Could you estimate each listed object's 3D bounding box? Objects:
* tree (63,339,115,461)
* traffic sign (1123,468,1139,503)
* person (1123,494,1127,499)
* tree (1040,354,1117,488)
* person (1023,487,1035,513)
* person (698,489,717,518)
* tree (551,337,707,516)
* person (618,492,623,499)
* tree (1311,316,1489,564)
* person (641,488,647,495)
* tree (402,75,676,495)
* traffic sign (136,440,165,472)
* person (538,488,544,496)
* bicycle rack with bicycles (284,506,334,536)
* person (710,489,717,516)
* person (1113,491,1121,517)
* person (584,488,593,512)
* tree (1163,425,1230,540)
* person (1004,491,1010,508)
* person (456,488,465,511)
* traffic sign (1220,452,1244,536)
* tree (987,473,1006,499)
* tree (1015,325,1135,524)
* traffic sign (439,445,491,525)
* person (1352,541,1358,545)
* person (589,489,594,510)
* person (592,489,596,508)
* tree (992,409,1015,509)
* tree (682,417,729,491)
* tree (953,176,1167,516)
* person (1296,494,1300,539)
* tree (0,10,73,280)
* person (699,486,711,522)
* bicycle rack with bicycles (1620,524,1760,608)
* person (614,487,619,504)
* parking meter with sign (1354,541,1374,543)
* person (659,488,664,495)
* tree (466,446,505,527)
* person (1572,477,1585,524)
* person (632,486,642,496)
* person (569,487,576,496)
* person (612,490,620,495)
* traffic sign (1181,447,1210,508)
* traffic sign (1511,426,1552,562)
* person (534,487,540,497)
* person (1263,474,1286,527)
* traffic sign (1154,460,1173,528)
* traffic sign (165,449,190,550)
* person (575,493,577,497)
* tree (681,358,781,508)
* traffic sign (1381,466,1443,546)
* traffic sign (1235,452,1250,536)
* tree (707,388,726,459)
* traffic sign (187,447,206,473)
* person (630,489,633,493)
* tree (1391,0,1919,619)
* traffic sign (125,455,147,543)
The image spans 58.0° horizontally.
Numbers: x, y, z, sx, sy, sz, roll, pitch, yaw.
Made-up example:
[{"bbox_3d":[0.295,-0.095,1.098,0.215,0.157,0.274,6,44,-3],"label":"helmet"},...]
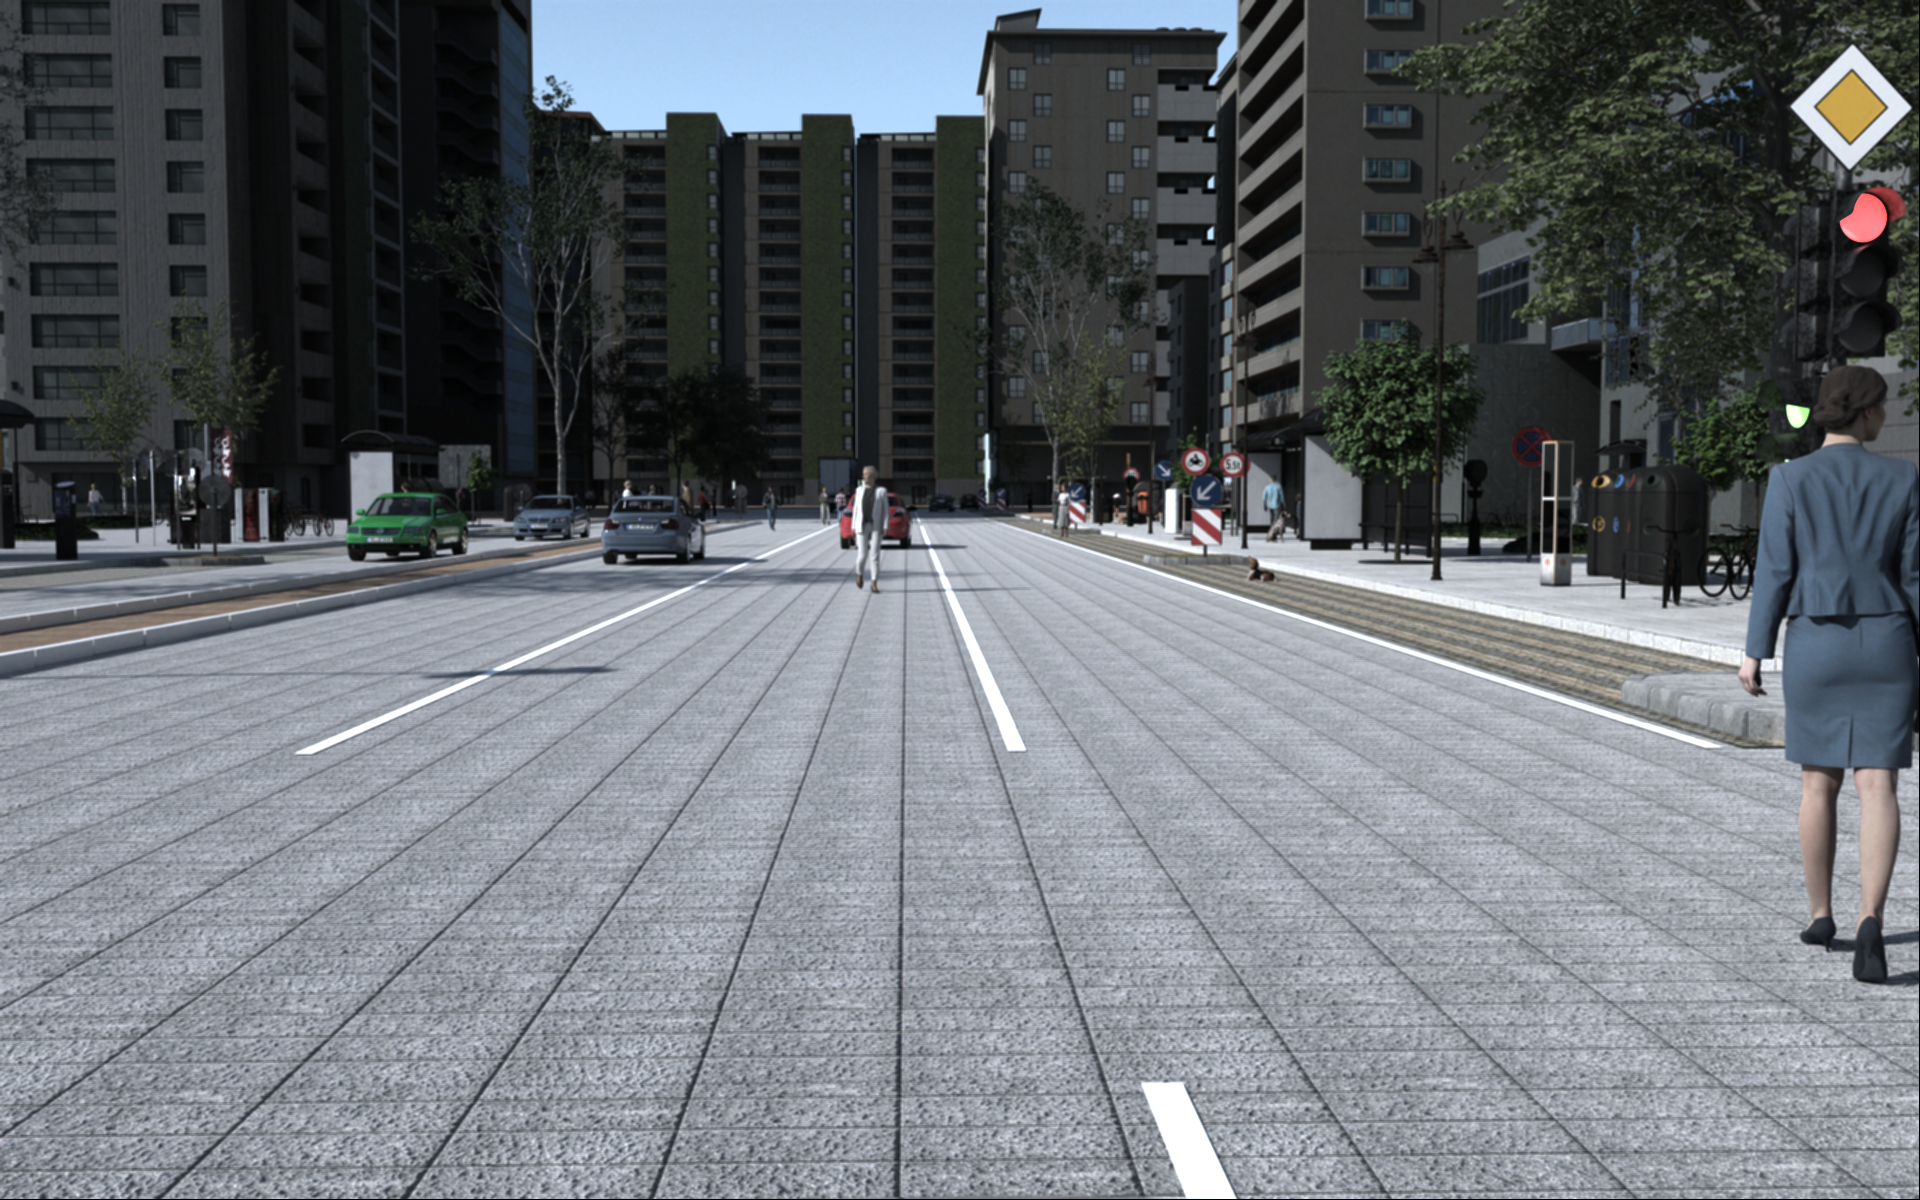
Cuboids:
[{"bbox_3d":[-39.399,-7.992,81.035,4.737,8.622,4.395,0,3,0],"label":"tree"},{"bbox_3d":[8.256,-5.101,83.505,0.768,2.556,0.104,0,4,4],"label":"traffic sign"},{"bbox_3d":[11.811,-6.896,119.504,1.217,1.735,0.721,2,4,29],"label":"person"},{"bbox_3d":[5.909,-8.597,90.922,4.360,8.622,3.978,0,3,0],"label":"tree"},{"bbox_3d":[4.728,-6.828,118.404,0.721,1.735,1.217,-3,4,-36],"label":"person"},{"bbox_3d":[-15.382,-5.882,105.453,1.217,1.735,0.721,-2,4,-30],"label":"person"},{"bbox_3d":[-20.305,-10.239,101.817,7.601,10.594,8.767,-2,4,-30],"label":"tree"},{"bbox_3d":[-22.996,-6.631,117.641,0.628,1.438,0.799,2,4,30],"label":"person"},{"bbox_3d":[8.088,-2.959,32.089,4.285,4.588,4.351,0,3,0],"label":"tree"},{"bbox_3d":[-20.953,-6.610,115.054,0.756,1.711,0.436,3,5,40],"label":"person"},{"bbox_3d":[-19.669,-13.780,81.188,12.611,20.169,13.585,0,3,0],"label":"tree"},{"bbox_3d":[-19.594,-2.587,42.038,0.795,2.593,0.064,0,4,2],"label":"traffic sign"},{"bbox_3d":[-30.131,-7.159,123.877,1.217,1.735,0.721,-1,4,-22],"label":"person"},{"bbox_3d":[-20.604,-2.409,52.763,2.852,0.926,2.925,-2,4,-34],"label":"bicycle rack with bicycles"},{"bbox_3d":[-15.897,-6.259,111.521,0.721,1.739,1.217,-2,4,-23],"label":"person"},{"bbox_3d":[8.913,-5.425,97.937,0.628,1.438,0.799,-1,4,-19],"label":"person"},{"bbox_3d":[-26.221,-7.025,121.837,0.756,1.711,0.436,3,5,43],"label":"person"},{"bbox_3d":[6.553,-3.302,48.585,1.663,3.219,1.824,0,3,0],"label":"tree"},{"bbox_3d":[4.457,-9.589,165.966,0.721,1.739,1.217,-2,4,-24],"label":"person"},{"bbox_3d":[-24.987,-4.839,86.634,0.415,1.643,0.593,1,4,12],"label":"person"},{"bbox_3d":[8.267,-3.207,52.536,0.768,2.556,0.104,0,4,6],"label":"traffic sign"},{"bbox_3d":[3.149,-9.880,156.131,1.663,3.219,1.824,0,3,0],"label":"tree"},{"bbox_3d":[5.621,-7.651,75.448,4.737,8.622,4.395,0,3,0],"label":"tree"},{"bbox_3d":[-20.528,-4.767,71.819,2.265,3.308,0.079,0,4,8],"label":"traffic sign"},{"bbox_3d":[9.542,-2.236,42.948,0.624,1.780,0.694,1,4,18],"label":"person"},{"bbox_3d":[-30.273,-8.240,141.710,0.756,1.711,0.436,1,4,20],"label":"person"},{"bbox_3d":[-33.333,-9.188,156.802,0.750,1.759,0.617,-1,4,-20],"label":"person"},{"bbox_3d":[4.613,-12.222,150.192,4.737,8.622,4.395,0,3,0],"label":"tree"},{"bbox_3d":[-22.059,-12.111,148.372,4.737,8.622,4.395,0,3,0],"label":"tree"},{"bbox_3d":[5.965,-15.043,101.834,12.611,20.169,13.585,0,3,0],"label":"tree"},{"bbox_3d":[9.747,-2.390,49.399,0.394,1.301,0.425,0,4,-7],"label":"person"},{"bbox_3d":[-17.902,-6.927,23.631,12.009,13.543,11.850,0,3,0],"label":"tree"},{"bbox_3d":[-13.099,-4.894,88.488,0.705,1.831,1.348,-2,4,-31],"label":"person"},{"bbox_3d":[9.049,-0.427,20.364,2.852,0.926,2.925,0,4,8],"label":"bicycle rack with bicycles"},{"bbox_3d":[-21.793,-6.316,110.241,0.436,1.711,0.756,0,4,1],"label":"person"},{"bbox_3d":[10.420,-2.993,45.204,1.738,3.016,0.543,0,4,-5],"label":"parking meter with sign"},{"bbox_3d":[-23.360,-7.852,135.147,0.721,1.735,1.217,1,4,16],"label":"person"},{"bbox_3d":[-19.138,-4.534,68.737,1.663,3.219,1.824,0,3,0],"label":"tree"},{"bbox_3d":[19.726,-3.013,55.410,0.635,1.810,0.391,-3,5,-40],"label":"person"},{"bbox_3d":[-20.911,-6.459,111.670,1.348,1.821,0.705,2,4,28],"label":"person"},{"bbox_3d":[-29.819,-7.772,133.051,0.705,1.831,1.348,-3,5,-40],"label":"person"},{"bbox_3d":[-26.568,-7.757,133.673,0.742,1.727,0.445,0,4,2],"label":"person"},{"bbox_3d":[6.385,-2.867,46.988,0.768,2.556,0.104,0,4,8],"label":"traffic sign"},{"bbox_3d":[10.692,-1.979,32.463,0.768,2.556,0.104,0,4,6],"label":"traffic sign"},{"bbox_3d":[-28.129,-6.612,114.596,0.568,1.767,0.683,0,4,0],"label":"person"},{"bbox_3d":[8.830,-2.635,48.995,0.638,1.841,0.748,3,5,44],"label":"person"},{"bbox_3d":[7.676,-3.976,65.120,0.768,2.556,0.104,0,4,5],"label":"traffic sign"},{"bbox_3d":[-17.882,-2.292,39.597,0.606,2.300,0.079,0,4,8],"label":"traffic sign"},{"bbox_3d":[-36.063,-9.363,162.323,0.628,1.438,0.799,-2,4,-35],"label":"person"},{"bbox_3d":[-21.593,-15.598,161.683,9.857,13.997,8.962,0,3,0],"label":"tree"},{"bbox_3d":[10.716,-2.974,42.493,2.265,3.308,0.079,0,4,-1],"label":"traffic sign"},{"bbox_3d":[8.493,-3.239,53.056,0.768,2.556,0.104,0,4,7],"label":"traffic sign"},{"bbox_3d":[-20.209,-11.703,125.755,8.767,10.594,7.601,3,5,42],"label":"tree"},{"bbox_3d":[-20.936,-2.885,47.271,0.768,2.556,0.104,0,4,8],"label":"traffic sign"},{"bbox_3d":[-28.034,-8.606,147.454,0.721,1.736,1.217,0,4,7],"label":"person"},{"bbox_3d":[8.358,-6.112,18.056,7.486,12.596,7.792,0,3,0],"label":"tree"},{"bbox_3d":[-21.621,-2.650,45.455,0.606,2.300,0.079,0,4,7],"label":"traffic sign"}]
